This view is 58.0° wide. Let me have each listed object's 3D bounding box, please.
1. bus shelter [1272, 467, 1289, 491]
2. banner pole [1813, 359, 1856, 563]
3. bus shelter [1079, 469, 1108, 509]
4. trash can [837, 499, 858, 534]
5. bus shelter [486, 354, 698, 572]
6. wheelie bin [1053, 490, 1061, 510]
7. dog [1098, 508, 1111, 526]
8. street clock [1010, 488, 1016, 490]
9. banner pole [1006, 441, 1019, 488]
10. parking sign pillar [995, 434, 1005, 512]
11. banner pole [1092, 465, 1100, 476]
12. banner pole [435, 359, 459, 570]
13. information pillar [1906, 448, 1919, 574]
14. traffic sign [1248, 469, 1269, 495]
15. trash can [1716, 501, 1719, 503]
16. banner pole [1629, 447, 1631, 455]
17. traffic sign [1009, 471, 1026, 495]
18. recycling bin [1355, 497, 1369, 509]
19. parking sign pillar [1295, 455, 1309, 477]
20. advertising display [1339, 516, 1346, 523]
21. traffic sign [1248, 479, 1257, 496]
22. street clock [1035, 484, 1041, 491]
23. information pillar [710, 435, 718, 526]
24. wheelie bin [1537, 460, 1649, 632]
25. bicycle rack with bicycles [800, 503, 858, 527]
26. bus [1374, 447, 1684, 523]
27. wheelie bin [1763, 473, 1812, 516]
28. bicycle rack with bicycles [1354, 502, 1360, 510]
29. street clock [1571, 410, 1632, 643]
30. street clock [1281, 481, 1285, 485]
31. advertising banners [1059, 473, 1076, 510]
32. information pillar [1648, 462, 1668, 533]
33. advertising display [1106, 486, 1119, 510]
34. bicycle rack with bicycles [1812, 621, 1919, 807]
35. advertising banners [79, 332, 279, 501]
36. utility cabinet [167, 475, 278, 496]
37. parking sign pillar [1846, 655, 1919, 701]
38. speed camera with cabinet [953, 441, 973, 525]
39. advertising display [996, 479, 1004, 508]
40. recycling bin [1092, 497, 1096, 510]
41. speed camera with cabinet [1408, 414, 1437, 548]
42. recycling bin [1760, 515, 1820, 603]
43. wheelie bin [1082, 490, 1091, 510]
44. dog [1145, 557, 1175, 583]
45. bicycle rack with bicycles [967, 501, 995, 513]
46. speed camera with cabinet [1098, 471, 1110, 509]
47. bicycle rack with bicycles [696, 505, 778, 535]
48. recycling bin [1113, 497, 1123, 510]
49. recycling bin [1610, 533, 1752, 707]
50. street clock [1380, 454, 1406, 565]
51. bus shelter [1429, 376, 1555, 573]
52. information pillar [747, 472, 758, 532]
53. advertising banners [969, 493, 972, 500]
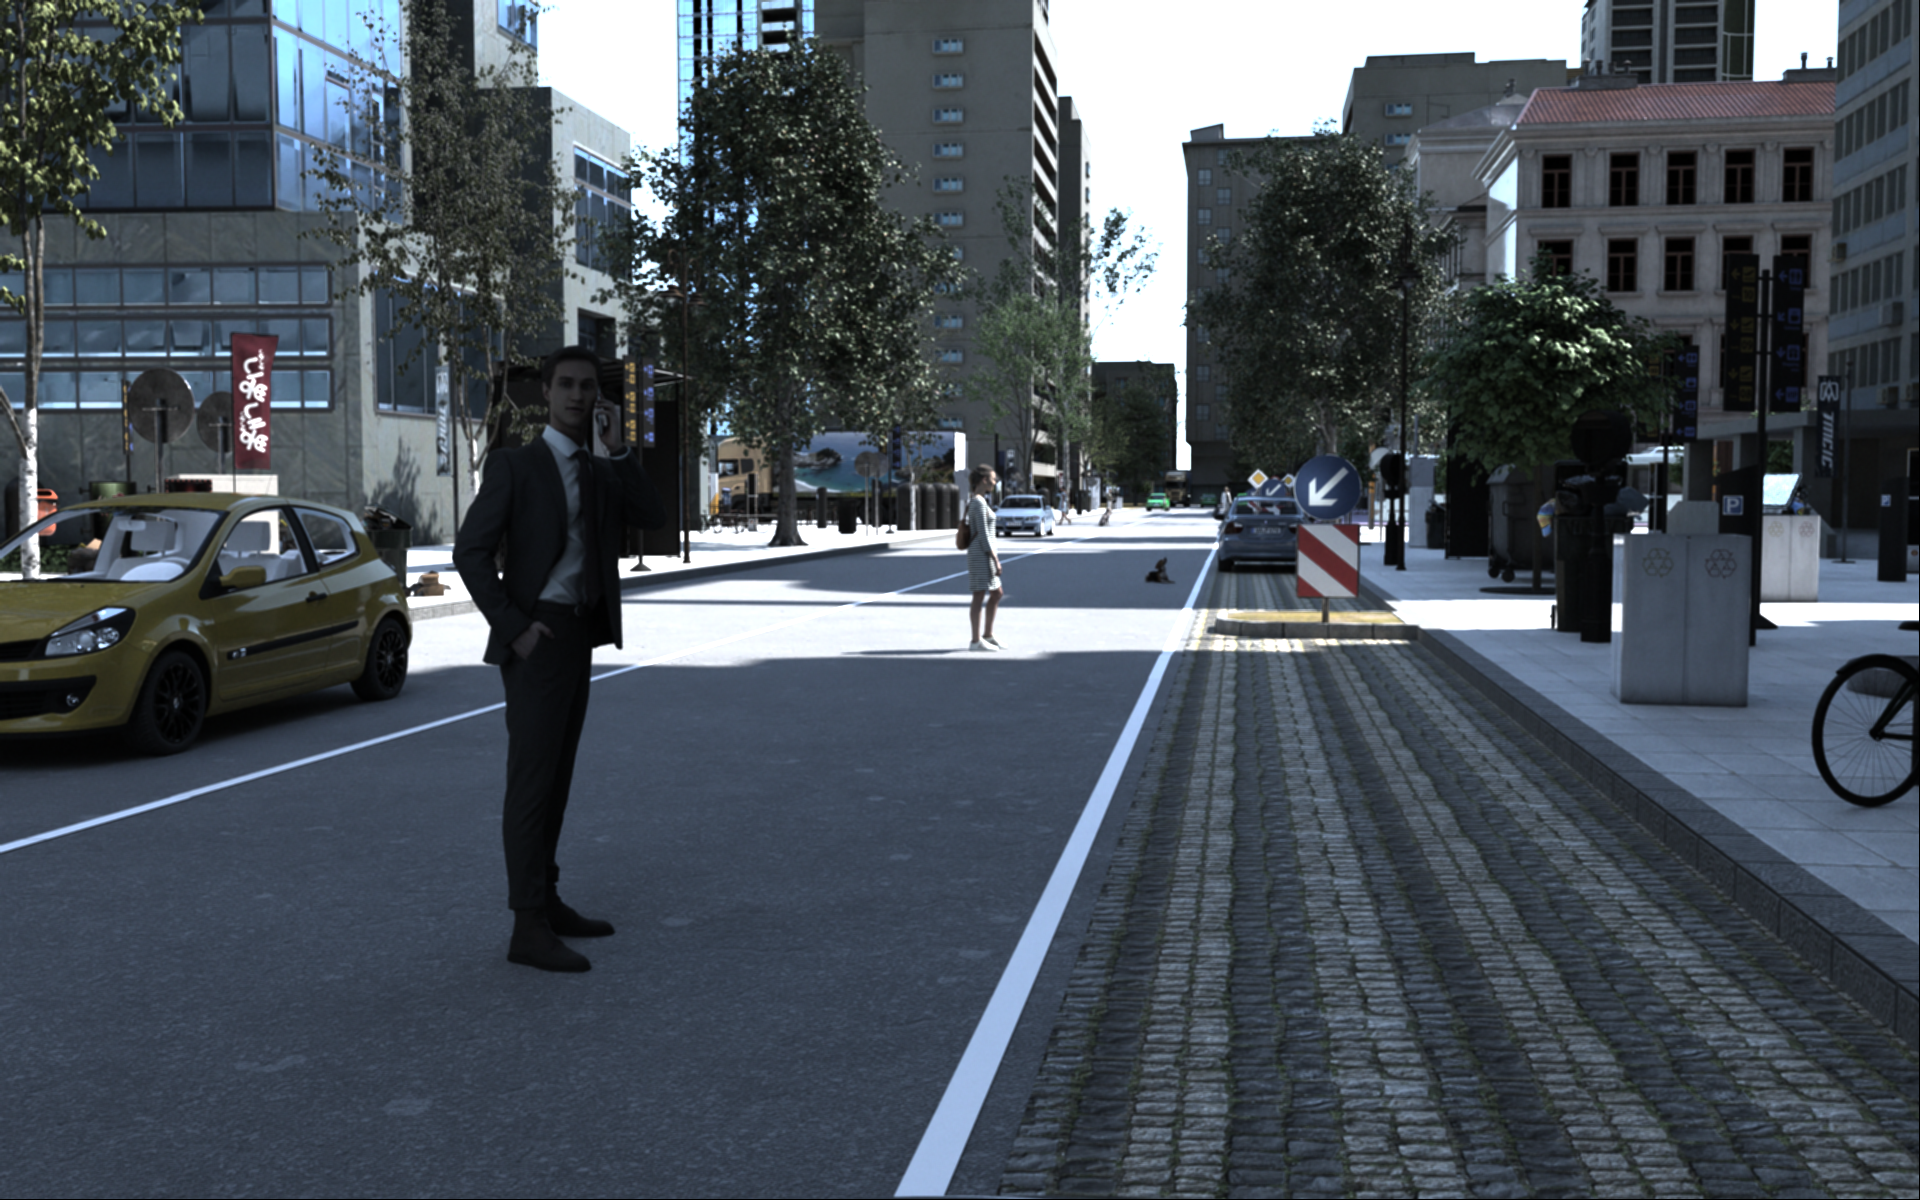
[{"bbox_3d":[25.310,-8.946,137.556,1.731,3.624,6.357,1,4,9],"label":"bus shelter"},{"bbox_3d":[16.287,-2.582,32.233,0.863,3.779,0.401,0,4,-7],"label":"banner pole"},{"bbox_3d":[11.118,-9.183,144.069,2.014,3.302,5.546,1,4,9],"label":"bus shelter"},{"bbox_3d":[-3.612,-2.684,55.541,0.748,1.137,0.748,0,3,0],"label":"trash can"},{"bbox_3d":[-6.559,-2.467,31.619,1.731,3.624,6.357,1,4,9],"label":"bus shelter"},{"bbox_3d":[7.906,-8.090,140.186,0.693,1.594,0.980,-3,4,-36],"label":"wheelie bin"},{"bbox_3d":[6.317,-3.684,77.068,0.800,0.831,0.513,0,4,8],"label":"dog"},{"bbox_3d":[3.811,-7.341,124.602,0.358,2.002,0.471,3,4,36],"label":"street clock"},{"bbox_3d":[2.536,-5.629,82.044,0.863,3.779,0.401,-3,4,-36],"label":"banner pole"},{"bbox_3d":[1.791,-5.488,78.201,1.447,3.967,1.447,0,4,2],"label":"parking sign pillar"},{"bbox_3d":[11.830,-9.798,150.209,0.863,3.779,0.401,2,4,24],"label":"banner pole"},{"bbox_3d":[-8.761,-2.424,29.654,0.401,3.779,0.863,-3,5,-45],"label":"banner pole"},{"bbox_3d":[15.436,-1.435,27.946,0.304,2.012,0.304,2,4,32],"label":"information pillar"},{"bbox_3d":[11.578,-3.889,67.222,0.795,2.450,0.064,1,4,9],"label":"traffic sign"},{"bbox_3d":[15.859,-1.455,35.436,0.748,1.137,0.748,0,3,0],"label":"trash can"},{"bbox_3d":[30.117,-5.404,78.373,0.863,3.779,0.401,-1,4,-21],"label":"banner pole"},{"bbox_3d":[2.542,-4.474,76.784,0.795,2.450,0.064,1,4,9],"label":"traffic sign"},{"bbox_3d":[34.191,-8.223,146.992,0.722,1.027,0.722,-2,4,-25],"label":"recycling bin"},{"bbox_3d":[23.520,-7.919,117.943,1.447,3.967,1.447,-1,4,-12],"label":"parking sign pillar"},{"bbox_3d":[14.235,-3.680,65.374,0.123,1.923,0.974,-3,4,-36],"label":"advertising display"},{"bbox_3d":[12.850,-4.371,75.105,0.795,2.450,0.064,1,4,9],"label":"traffic sign"},{"bbox_3d":[5.709,-7.488,127.002,0.471,2.002,0.358,0,4,-5],"label":"street clock"},{"bbox_3d":[-9.753,-4.726,68.617,0.183,3.616,0.504,-3,5,-39],"label":"information pillar"},{"bbox_3d":[5.912,-0.507,16.192,0.980,1.594,0.693,1,4,17],"label":"wheelie bin"},{"bbox_3d":[-5.332,-3.403,69.015,2.852,0.926,2.925,0,4,-4],"label":"bicycle rack with bicycles"},{"bbox_3d":[22.339,-4.548,69.220,13.247,3.499,2.948,1,4,10],"label":"bus"},{"bbox_3d":[12.638,-1.149,26.702,0.693,1.594,0.980,-2,4,-32],"label":"wheelie bin"},{"bbox_3d":[31.514,-7.739,139.910,2.852,0.926,2.925,-3,5,-41],"label":"bicycle rack with bicycles"},{"bbox_3d":[5.524,-0.636,14.967,0.358,2.002,0.471,-2,4,-28],"label":"street clock"},{"bbox_3d":[17.599,-5.510,94.660,0.358,2.002,0.471,1,4,21],"label":"street clock"},{"bbox_3d":[9.059,-9.005,143.412,2.074,3.025,0.090,-2,4,-28],"label":"advertising banners"},{"bbox_3d":[16.039,-2.160,39.812,0.304,2.012,0.304,0,4,-7],"label":"information pillar"},{"bbox_3d":[12.052,-8.124,138.038,0.974,1.923,0.123,3,5,41],"label":"advertising display"},{"bbox_3d":[4.896,0.401,6.829,2.925,0.926,2.852,0,4,4],"label":"bicycle rack with bicycles"},{"bbox_3d":[-8.228,-1.358,18.387,2.074,3.025,0.090,-3,5,-43],"label":"advertising banners"},{"bbox_3d":[-8.557,-0.701,20.145,0.318,1.500,1.173,3,5,41],"label":"utility cabinet"},{"bbox_3d":[6.506,-1.379,11.016,1.447,3.967,1.447,2,4,25],"label":"parking sign pillar"},{"bbox_3d":[-0.028,-4.341,65.307,0.660,3.252,2.038,0,4,-5],"label":"speed camera with cabinet"},{"bbox_3d":[1.760,-4.350,76.341,0.123,1.923,0.974,-1,4,-13],"label":"advertising display"},{"bbox_3d":[10.417,-7.713,138.654,0.722,1.027,0.722,-1,4,-18],"label":"recycling bin"},{"bbox_3d":[11.282,-2.930,42.234,0.660,3.252,2.038,1,4,16],"label":"speed camera with cabinet"},{"bbox_3d":[9.806,-0.505,20.806,0.722,1.027,0.722,0,4,1],"label":"recycling bin"},{"bbox_3d":[10.042,-7.905,137.150,0.980,1.594,0.693,3,4,38],"label":"wheelie bin"},{"bbox_3d":[3.268,-0.487,28.160,0.550,0.427,0.748,1,4,15],"label":"dog"},{"bbox_3d":[1.413,-4.738,90.847,2.925,0.926,2.852,1,4,23],"label":"bicycle rack with bicycles"},{"bbox_3d":[11.821,-9.351,147.217,2.038,3.252,0.660,1,4,13],"label":"speed camera with cabinet"},{"bbox_3d":[-7.292,-2.590,55.736,2.852,0.926,2.925,3,5,43],"label":"bicycle rack with bicycles"},{"bbox_3d":[12.990,-7.999,143.339,0.722,1.027,0.722,-1,4,-18],"label":"recycling bin"},{"bbox_3d":[4.483,0.107,10.809,0.722,1.027,0.722,1,4,15],"label":"recycling bin"},{"bbox_3d":[7.781,-1.628,31.184,0.471,2.002,0.358,-3,4,-38],"label":"street clock"},{"bbox_3d":[9.609,-2.434,31.084,1.731,3.624,6.357,1,4,9],"label":"bus shelter"},{"bbox_3d":[-7.055,-3.329,58.920,0.304,2.012,0.304,0,4,4],"label":"information pillar"},{"bbox_3d":[0.136,-9.326,148.675,2.074,3.025,0.090,0,4,-2],"label":"advertising banners"}]
